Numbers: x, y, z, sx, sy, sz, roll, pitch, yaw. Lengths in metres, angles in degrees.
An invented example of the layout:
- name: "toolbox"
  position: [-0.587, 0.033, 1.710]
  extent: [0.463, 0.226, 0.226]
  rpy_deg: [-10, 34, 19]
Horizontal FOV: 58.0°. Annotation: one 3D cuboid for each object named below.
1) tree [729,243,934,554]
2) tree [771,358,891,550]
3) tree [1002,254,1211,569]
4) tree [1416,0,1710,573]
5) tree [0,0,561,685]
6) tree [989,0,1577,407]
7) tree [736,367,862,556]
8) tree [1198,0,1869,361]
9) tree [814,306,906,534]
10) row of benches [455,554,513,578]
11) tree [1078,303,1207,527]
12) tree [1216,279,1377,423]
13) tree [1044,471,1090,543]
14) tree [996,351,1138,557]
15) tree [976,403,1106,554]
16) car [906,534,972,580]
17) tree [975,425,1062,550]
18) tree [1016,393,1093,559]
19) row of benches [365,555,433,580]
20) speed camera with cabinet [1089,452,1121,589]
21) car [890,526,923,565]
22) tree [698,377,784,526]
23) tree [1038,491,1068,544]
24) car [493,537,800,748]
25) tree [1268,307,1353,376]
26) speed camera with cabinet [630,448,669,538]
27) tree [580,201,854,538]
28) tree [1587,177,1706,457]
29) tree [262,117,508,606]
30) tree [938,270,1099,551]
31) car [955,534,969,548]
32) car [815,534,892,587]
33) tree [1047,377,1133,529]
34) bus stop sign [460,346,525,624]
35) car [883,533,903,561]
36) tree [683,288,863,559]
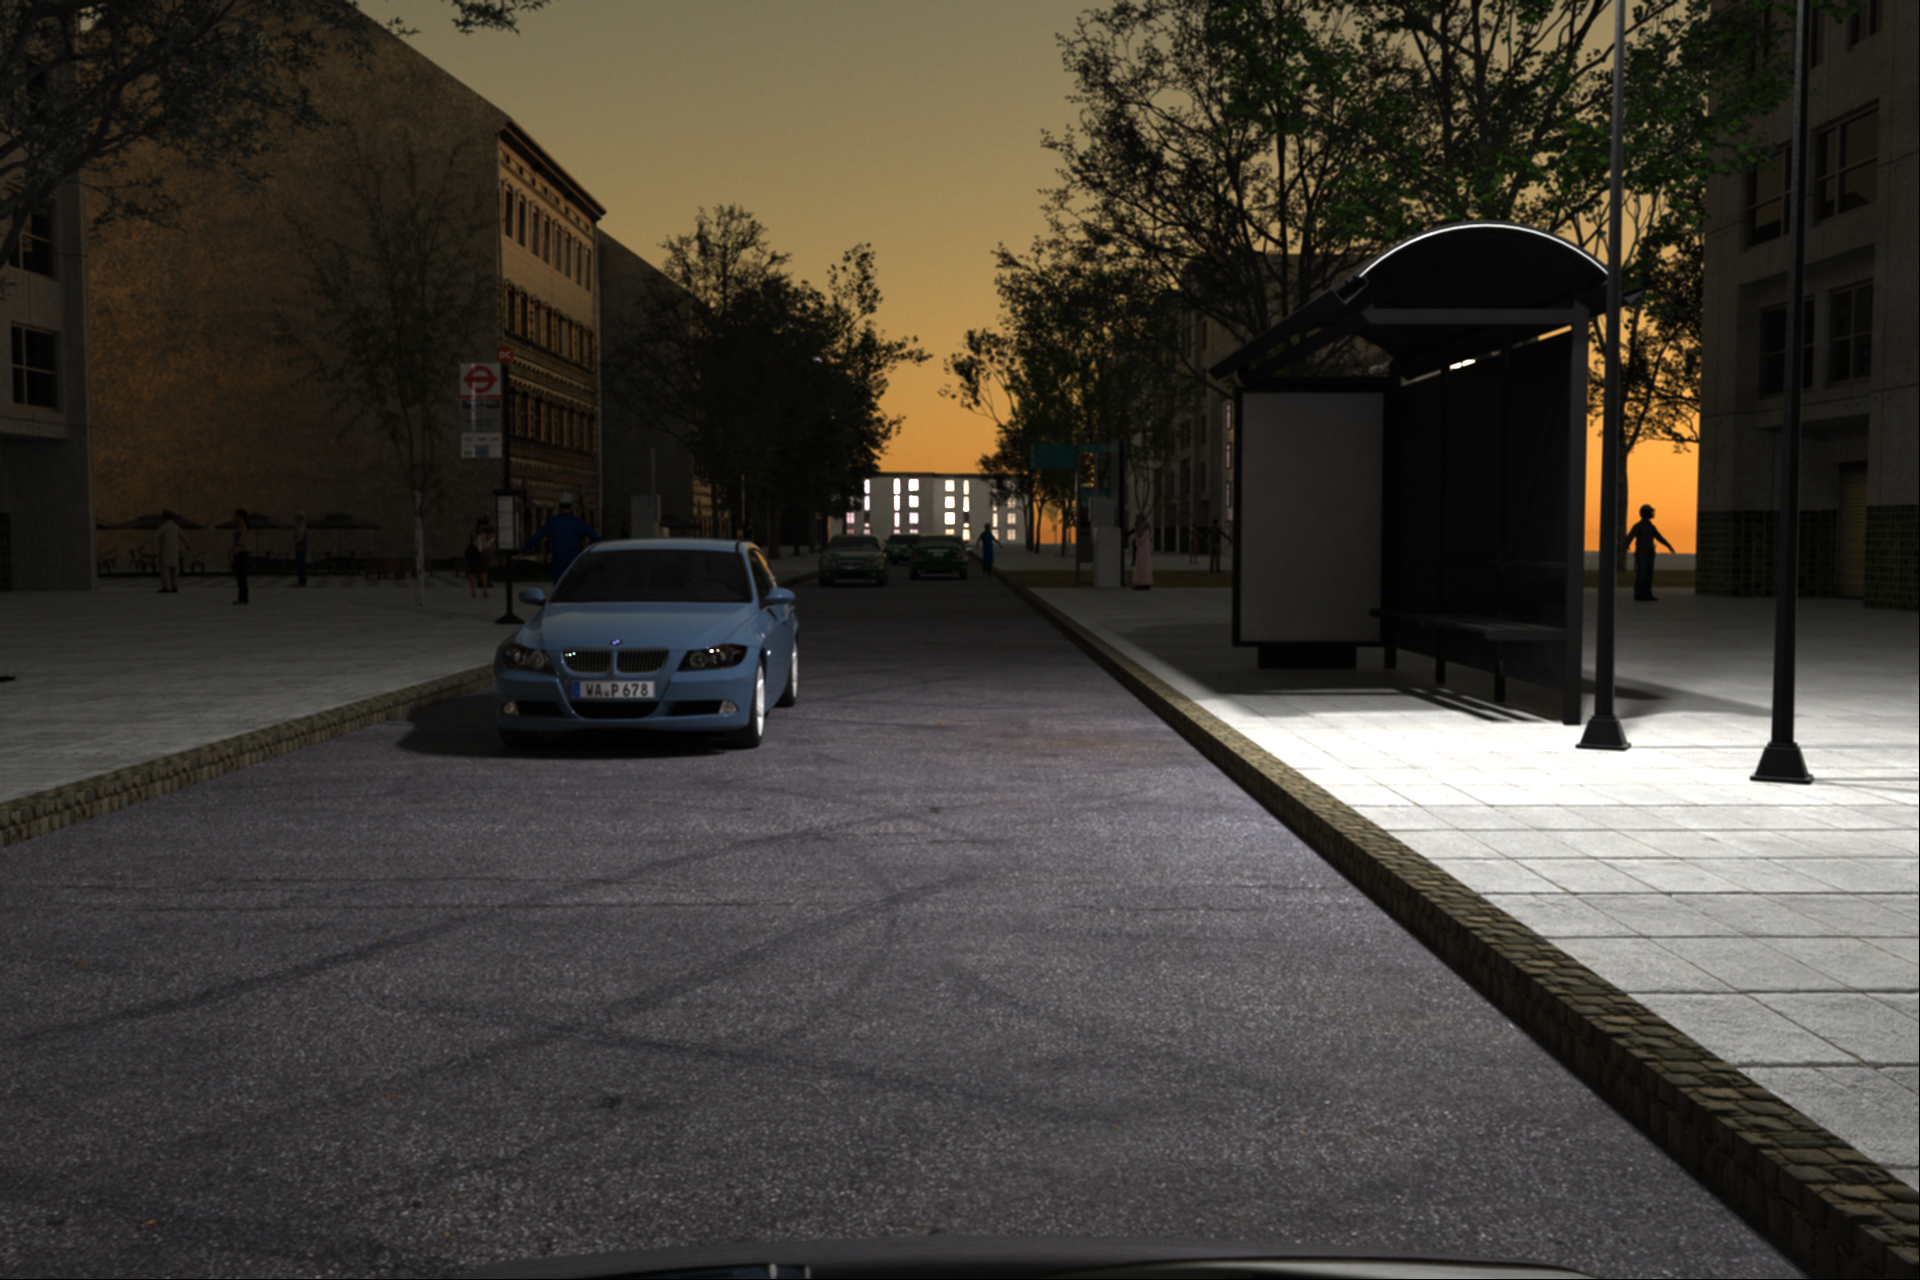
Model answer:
- name: "tree"
  position: [-8.484, -15.681, 112.275]
  extent: [12.611, 20.169, 13.585]
  rpy_deg: [0, 3, 0]
- name: "tree"
  position: [-9.978, -13.436, 126.331]
  extent: [9.857, 13.997, 8.962]
  rpy_deg: [0, 3, 0]
- name: "tree"
  position: [5.402, -8.443, 63.795]
  extent: [9.928, 11.665, 9.643]
  rpy_deg: [0, 3, 0]
- name: "tree"
  position: [20.966, -12.209, 55.514]
  extent: [12.611, 20.169, 13.585]
  rpy_deg: [0, 3, 0]
- name: "tree"
  position: [-8.626, -6.367, 14.463]
  extent: [12.009, 13.543, 11.850]
  rpy_deg: [0, 3, 0]
- name: "tree"
  position: [6.054, -7.462, 32.367]
  extent: [12.009, 13.543, 11.850]
  rpy_deg: [0, 3, 0]
- name: "tree"
  position: [-9.454, -10.704, 100.763]
  extent: [9.928, 11.665, 9.643]
  rpy_deg: [0, 3, 0]
- name: "tree"
  position: [6.429, -5.800, 20.593]
  extent: [9.928, 11.665, 9.643]
  rpy_deg: [0, 3, 0]
- name: "tree"
  position: [-10.744, -17.781, 146.608]
  extent: [12.611, 20.169, 13.585]
  rpy_deg: [0, 3, 0]
- name: "row of benches"
  position: [-14.500, -2.282, 52.777]
  extent: [1.422, 0.672, 4.104]
  rpy_deg: [0, 4, 1]
- name: "tree"
  position: [5.810, -6.389, 54.821]
  extent: [4.360, 8.622, 3.978]
  rpy_deg: [0, 3, 0]
- name: "tree"
  position: [9.155, -5.999, 48.452]
  extent: [4.737, 8.622, 4.395]
  rpy_deg: [0, 3, 0]
- name: "tree"
  position: [15.047, -19.178, 239.313]
  extent: [9.928, 11.665, 9.643]
  rpy_deg: [0, 3, 0]
- name: "tree"
  position: [6.037, -10.473, 96.981]
  extent: [9.928, 11.665, 9.643]
  rpy_deg: [0, 3, 0]
- name: "tree"
  position: [5.191, -10.970, 113.766]
  extent: [8.767, 10.594, 7.601]
  rpy_deg: [-1, 4, -21]
- name: "car"
  position: [-0.674, -2.689, 55.760]
  extent: [2.131, 1.459, 4.920]
  rpy_deg: [0, 4, 0]
- name: "tree"
  position: [5.359, -12.784, 143.434]
  extent: [7.601, 10.594, 8.767]
  rpy_deg: [2, 4, 29]
- name: "tree"
  position: [5.255, -8.470, 88.850]
  extent: [4.737, 8.622, 4.395]
  rpy_deg: [0, 3, 0]
- name: "row of benches"
  position: [-16.216, -2.116, 50.063]
  extent: [1.422, 0.672, 4.104]
  rpy_deg: [0, 4, 1]
- name: "speed camera with cabinet"
  position: [3.477, -2.877, 41.369]
  extent: [0.660, 3.252, 2.038]
  rpy_deg: [0, 3, 0]
- name: "car"
  position: [-2.309, -4.447, 81.503]
  extent: [1.959, 1.807, 4.718]
  rpy_deg: [0, 4, 0]
- name: "tree"
  position: [-9.805, -7.877, 79.150]
  extent: [4.737, 8.622, 4.395]
  rpy_deg: [0, 3, 0]
- name: "tree"
  position: [13.059, -17.225, 231.986]
  extent: [4.360, 8.622, 3.978]
  rpy_deg: [0, 3, 0]
- name: "car"
  position: [-2.216, -0.070, 13.144]
  extent: [2.014, 1.417, 4.499]
  rpy_deg: [0, 4, -1]
- name: "tree"
  position: [11.058, -6.448, 55.788]
  extent: [4.737, 8.622, 4.395]
  rpy_deg: [0, 3, 0]
- name: "speed camera with cabinet"
  position: [-7.237, -2.819, 40.419]
  extent: [0.660, 3.252, 2.038]
  rpy_deg: [0, 4, -1]
- name: "tree"
  position: [-8.939, -9.369, 63.548]
  extent: [12.009, 13.543, 11.850]
  rpy_deg: [0, 3, 0]
- name: "tree"
  position: [19.082, -6.694, 43.853]
  extent: [7.601, 10.594, 8.767]
  rpy_deg: [1, 4, 8]
- name: "tree"
  position: [-9.479, -4.922, 30.835]
  extent: [4.360, 8.622, 3.978]
  rpy_deg: [0, 3, 0]
- name: "tree"
  position: [4.758, -16.595, 127.210]
  extent: [12.611, 20.169, 13.585]
  rpy_deg: [0, 3, 0]
- name: "car"
  position: [-0.617, -4.670, 88.160]
  extent: [2.131, 1.459, 4.920]
  rpy_deg: [0, 3, 0]
- name: "car"
  position: [-2.965, -2.260, 48.746]
  extent: [2.131, 1.459, 4.920]
  rpy_deg: [0, 4, -1]
- name: "tree"
  position: [6.004, -7.769, 77.386]
  extent: [4.737, 8.622, 4.395]
  rpy_deg: [0, 3, 0]
- name: "bus stop sign"
  position: [-6.670, -2.201, 24.694]
  extent: [0.855, 3.939, 0.416]
  rpy_deg: [0, 4, 1]
- name: "car"
  position: [-3.128, -5.176, 93.431]
  extent: [1.959, 1.807, 4.718]
  rpy_deg: [0, 3, 0]
- name: "tree"
  position: [-9.606, -11.108, 88.269]
  extent: [9.857, 13.997, 8.962]
  rpy_deg: [0, 3, 0]
